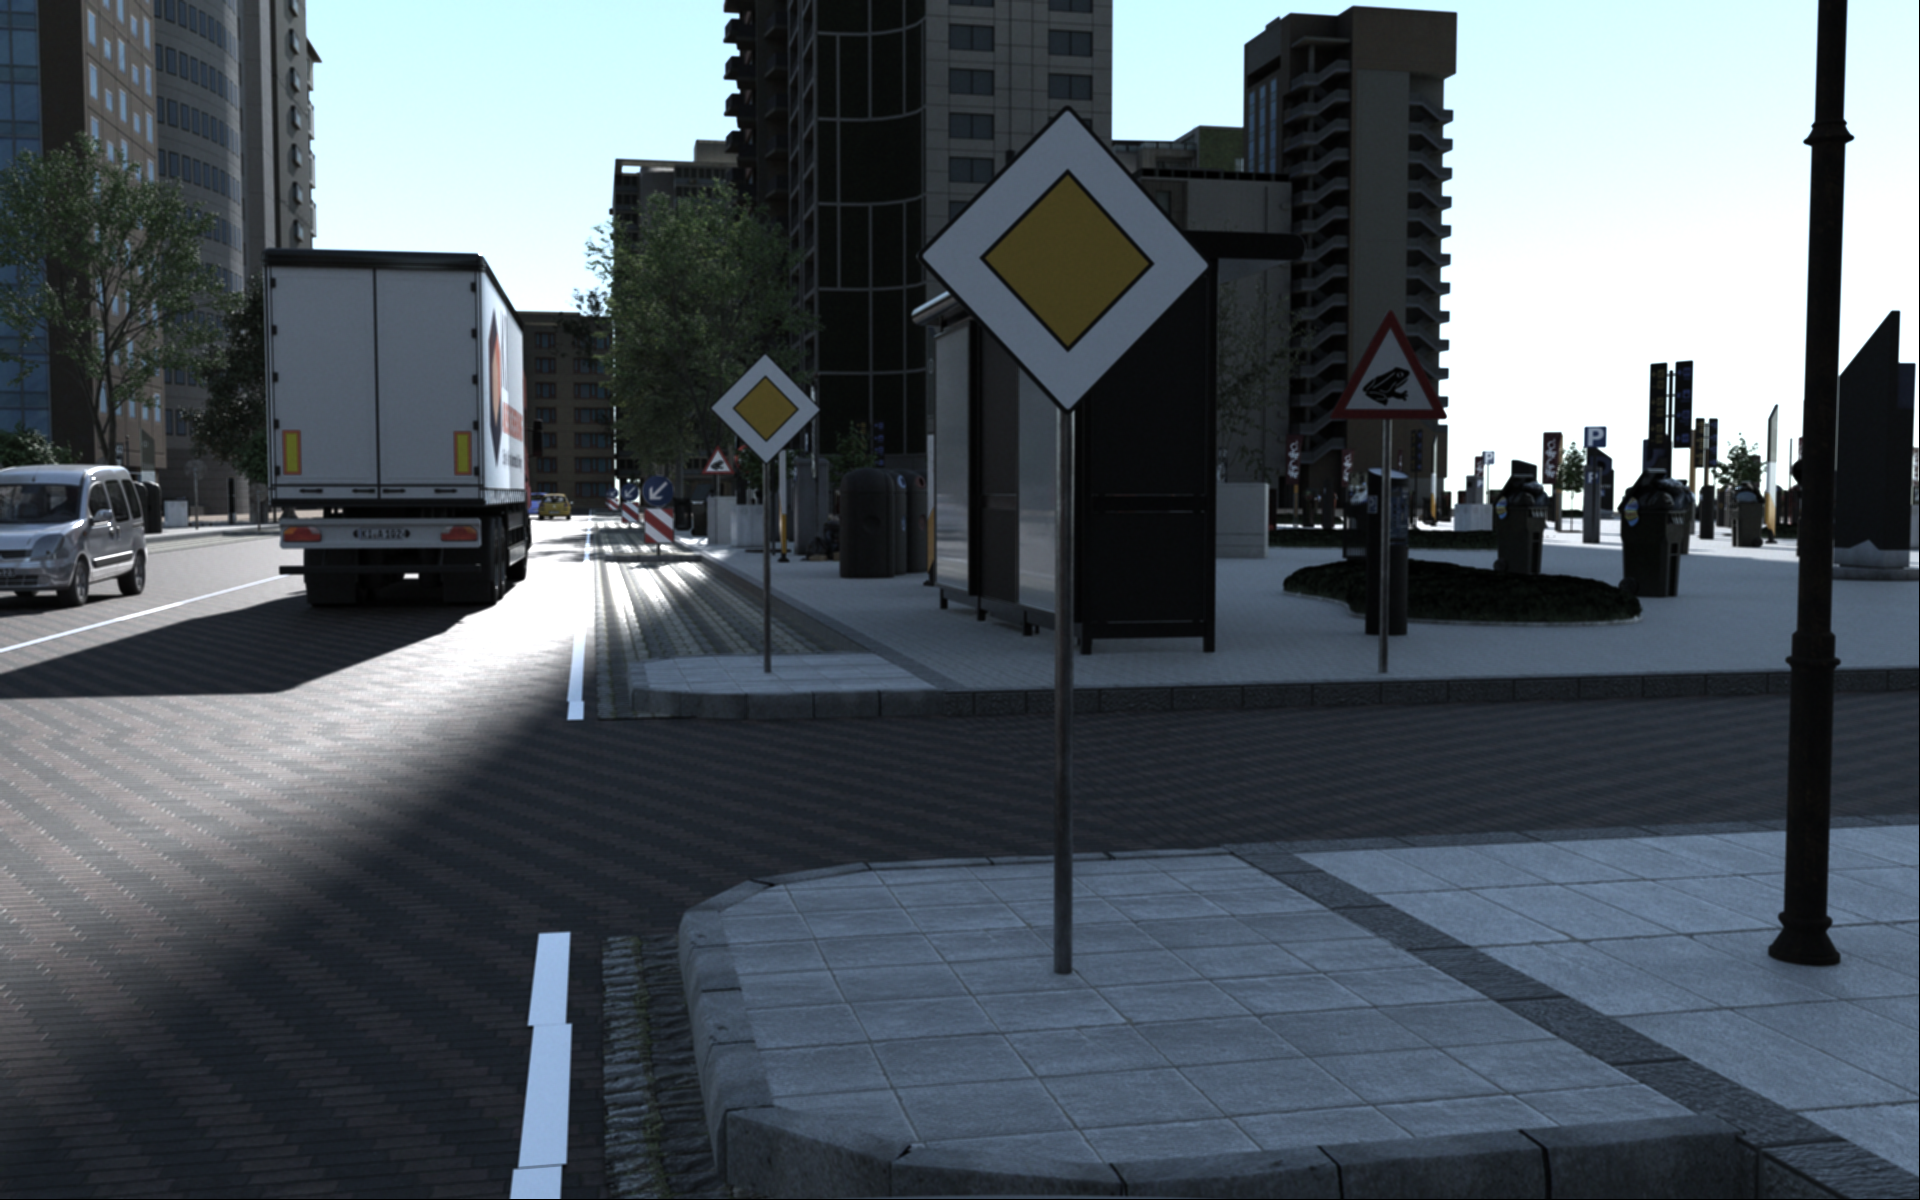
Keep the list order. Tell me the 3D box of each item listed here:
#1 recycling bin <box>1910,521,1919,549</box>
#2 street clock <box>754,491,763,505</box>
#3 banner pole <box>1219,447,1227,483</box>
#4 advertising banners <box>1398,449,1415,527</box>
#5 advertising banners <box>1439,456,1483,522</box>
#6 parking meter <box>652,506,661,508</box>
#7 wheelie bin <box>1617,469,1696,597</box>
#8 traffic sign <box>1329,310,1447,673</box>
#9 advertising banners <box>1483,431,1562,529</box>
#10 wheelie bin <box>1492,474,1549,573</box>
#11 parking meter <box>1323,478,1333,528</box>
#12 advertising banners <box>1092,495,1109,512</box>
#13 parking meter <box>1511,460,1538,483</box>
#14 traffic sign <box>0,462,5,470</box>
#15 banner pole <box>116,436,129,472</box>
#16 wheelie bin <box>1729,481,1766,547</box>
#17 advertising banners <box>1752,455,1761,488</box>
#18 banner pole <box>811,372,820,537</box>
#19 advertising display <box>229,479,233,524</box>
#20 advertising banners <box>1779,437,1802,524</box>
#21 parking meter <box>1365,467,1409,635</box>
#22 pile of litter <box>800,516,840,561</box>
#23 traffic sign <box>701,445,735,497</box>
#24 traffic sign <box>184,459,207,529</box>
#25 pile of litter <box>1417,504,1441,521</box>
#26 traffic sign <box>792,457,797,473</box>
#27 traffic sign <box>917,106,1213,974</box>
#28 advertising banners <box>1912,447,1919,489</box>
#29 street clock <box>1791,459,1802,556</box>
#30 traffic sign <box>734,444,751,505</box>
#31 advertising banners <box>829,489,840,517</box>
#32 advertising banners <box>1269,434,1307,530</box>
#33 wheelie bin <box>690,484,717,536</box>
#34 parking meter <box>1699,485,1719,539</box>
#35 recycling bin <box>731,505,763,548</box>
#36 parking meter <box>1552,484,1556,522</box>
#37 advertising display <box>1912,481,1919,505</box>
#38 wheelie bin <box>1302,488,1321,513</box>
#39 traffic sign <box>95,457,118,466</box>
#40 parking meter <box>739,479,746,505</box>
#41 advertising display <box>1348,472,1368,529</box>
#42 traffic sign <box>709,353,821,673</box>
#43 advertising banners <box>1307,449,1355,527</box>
[{"bbox_3d":[22.055,-1.718,40.638,0.722,1.027,0.722,1,4,12],"label":"recycling bin"},{"bbox_3d":[-5.237,-2.507,45.552,0.471,2.002,0.358,3,5,42],"label":"street clock"},{"bbox_3d":[12.162,-5.569,81.075,0.863,3.779,0.401,3,4,39],"label":"banner pole"},{"bbox_3d":[16.995,-4.269,65.988,0.090,3.025,2.074,0,4,-3],"label":"advertising banners"},{"bbox_3d":[23.175,-5.117,79.852,2.074,3.025,0.090,1,4,9],"label":"advertising banners"},{"bbox_3d":[-13.372,-4.156,76.354,0.372,1.533,0.369,0,3,0],"label":"parking meter"},{"bbox_3d":[8.723,-0.848,21.769,0.693,1.594,0.980,3,5,43],"label":"wheelie bin"},{"bbox_3d":[3.041,-0.756,12.372,0.884,2.594,0.081,-1,4,-10],"label":"traffic sign"},{"bbox_3d":[15.943,-3.231,49.017,2.074,3.025,0.090,2,4,32],"label":"advertising banners"},{"bbox_3d":[9.099,-1.231,28.041,0.980,1.594,0.693,-3,5,-41],"label":"wheelie bin"},{"bbox_3d":[13.586,-3.563,63.971,0.255,1.863,0.399,0,4,-7],"label":"parking meter"},{"bbox_3d":[1.787,-1.904,27.325,0.090,3.025,2.074,3,5,41],"label":"advertising banners"},{"bbox_3d":[9.546,-1.444,29.318,0.255,1.863,0.399,-3,5,-42],"label":"parking meter"},{"bbox_3d":[-25.171,-2.748,44.926,0.884,2.594,0.081,0,4,-5],"label":"traffic sign"},{"bbox_3d":[-35.966,-5.161,74.393,0.401,3.779,0.863,3,5,45],"label":"banner pole"},{"bbox_3d":[19.097,-2.088,42.040,0.693,1.594,0.980,0,4,4],"label":"wheelie bin"},{"bbox_3d":[36.234,-4.958,77.254,2.074,3.025,0.090,3,5,39],"label":"advertising banners"},{"bbox_3d":[-2.959,-2.772,35.336,0.401,3.779,0.863,0,4,6],"label":"banner pole"},{"bbox_3d":[-30.919,-4.173,73.444,0.123,1.923,0.974,-1,4,-23],"label":"advertising display"},{"bbox_3d":[25.739,-3.512,53.603,0.090,3.025,2.074,1,4,8],"label":"advertising banners"},{"bbox_3d":[3.911,-0.455,15.849,0.372,1.533,0.369,0,3,0],"label":"parking meter"},{"bbox_3d":[-2.297,-1.204,33.643,1.719,0.858,1.176,-1,4,-15],"label":"pile of litter"},{"bbox_3d":[-6.453,-2.828,46.238,0.884,2.594,0.081,0,4,-6],"label":"traffic sign"},{"bbox_3d":[-27.772,-3.844,62.959,0.768,2.556,0.104,-1,4,-11],"label":"traffic sign"},{"bbox_3d":[22.384,-4.212,82.829,1.719,0.858,1.176,0,4,7],"label":"pile of litter"},{"bbox_3d":[-4.125,-2.362,40.746,0.606,2.300,0.079,0,4,-6],"label":"traffic sign"},{"bbox_3d":[0.274,-0.058,4.585,0.795,2.450,0.064,-1,4,-12],"label":"traffic sign"},{"bbox_3d":[35.981,-4.179,64.513,2.074,3.025,0.090,-2,4,-32],"label":"advertising banners"},{"bbox_3d":[17.331,-1.898,35.597,0.471,2.002,0.358,1,4,18],"label":"street clock"},{"bbox_3d":[-5.319,-2.672,43.795,0.768,2.556,0.104,-1,4,-8],"label":"traffic sign"},{"bbox_3d":[-3.702,-3.466,52.863,0.090,3.025,2.074,3,5,44],"label":"advertising banners"},{"bbox_3d":[8.999,-3.333,50.678,2.074,3.025,0.090,1,4,15],"label":"advertising banners"},{"bbox_3d":[-7.826,-2.760,53.033,0.980,1.594,0.693,3,4,36],"label":"wheelie bin"},{"bbox_3d":[21.275,-2.501,49.304,0.372,1.533,0.369,0,3,0],"label":"parking meter"},{"bbox_3d":[-5.087,-1.780,41.655,0.722,1.027,0.722,-1,4,-20],"label":"recycling bin"},{"bbox_3d":[27.400,-4.512,79.482,0.255,1.863,0.399,-3,5,-43],"label":"parking meter"},{"bbox_3d":[46.388,-4.788,83.490,0.974,1.923,0.123,0,4,-6],"label":"advertising display"},{"bbox_3d":[18.980,-5.239,93.567,0.980,1.594,0.693,0,4,7],"label":"wheelie bin"},{"bbox_3d":[-28.904,-3.583,58.692,0.768,2.556,0.104,0,4,-7],"label":"traffic sign"},{"bbox_3d":[-8.336,-3.710,66.374,0.255,1.863,0.399,-1,4,-15],"label":"parking meter"},{"bbox_3d":[11.777,-2.781,50.682,0.123,1.923,0.974,-3,5,-40],"label":"advertising display"},{"bbox_3d":[-1.387,-0.535,12.396,0.795,2.450,0.064,-1,4,-12],"label":"traffic sign"},{"bbox_3d":[14.199,-4.323,66.868,2.074,3.025,0.090,0,4,4],"label":"advertising banners"}]
